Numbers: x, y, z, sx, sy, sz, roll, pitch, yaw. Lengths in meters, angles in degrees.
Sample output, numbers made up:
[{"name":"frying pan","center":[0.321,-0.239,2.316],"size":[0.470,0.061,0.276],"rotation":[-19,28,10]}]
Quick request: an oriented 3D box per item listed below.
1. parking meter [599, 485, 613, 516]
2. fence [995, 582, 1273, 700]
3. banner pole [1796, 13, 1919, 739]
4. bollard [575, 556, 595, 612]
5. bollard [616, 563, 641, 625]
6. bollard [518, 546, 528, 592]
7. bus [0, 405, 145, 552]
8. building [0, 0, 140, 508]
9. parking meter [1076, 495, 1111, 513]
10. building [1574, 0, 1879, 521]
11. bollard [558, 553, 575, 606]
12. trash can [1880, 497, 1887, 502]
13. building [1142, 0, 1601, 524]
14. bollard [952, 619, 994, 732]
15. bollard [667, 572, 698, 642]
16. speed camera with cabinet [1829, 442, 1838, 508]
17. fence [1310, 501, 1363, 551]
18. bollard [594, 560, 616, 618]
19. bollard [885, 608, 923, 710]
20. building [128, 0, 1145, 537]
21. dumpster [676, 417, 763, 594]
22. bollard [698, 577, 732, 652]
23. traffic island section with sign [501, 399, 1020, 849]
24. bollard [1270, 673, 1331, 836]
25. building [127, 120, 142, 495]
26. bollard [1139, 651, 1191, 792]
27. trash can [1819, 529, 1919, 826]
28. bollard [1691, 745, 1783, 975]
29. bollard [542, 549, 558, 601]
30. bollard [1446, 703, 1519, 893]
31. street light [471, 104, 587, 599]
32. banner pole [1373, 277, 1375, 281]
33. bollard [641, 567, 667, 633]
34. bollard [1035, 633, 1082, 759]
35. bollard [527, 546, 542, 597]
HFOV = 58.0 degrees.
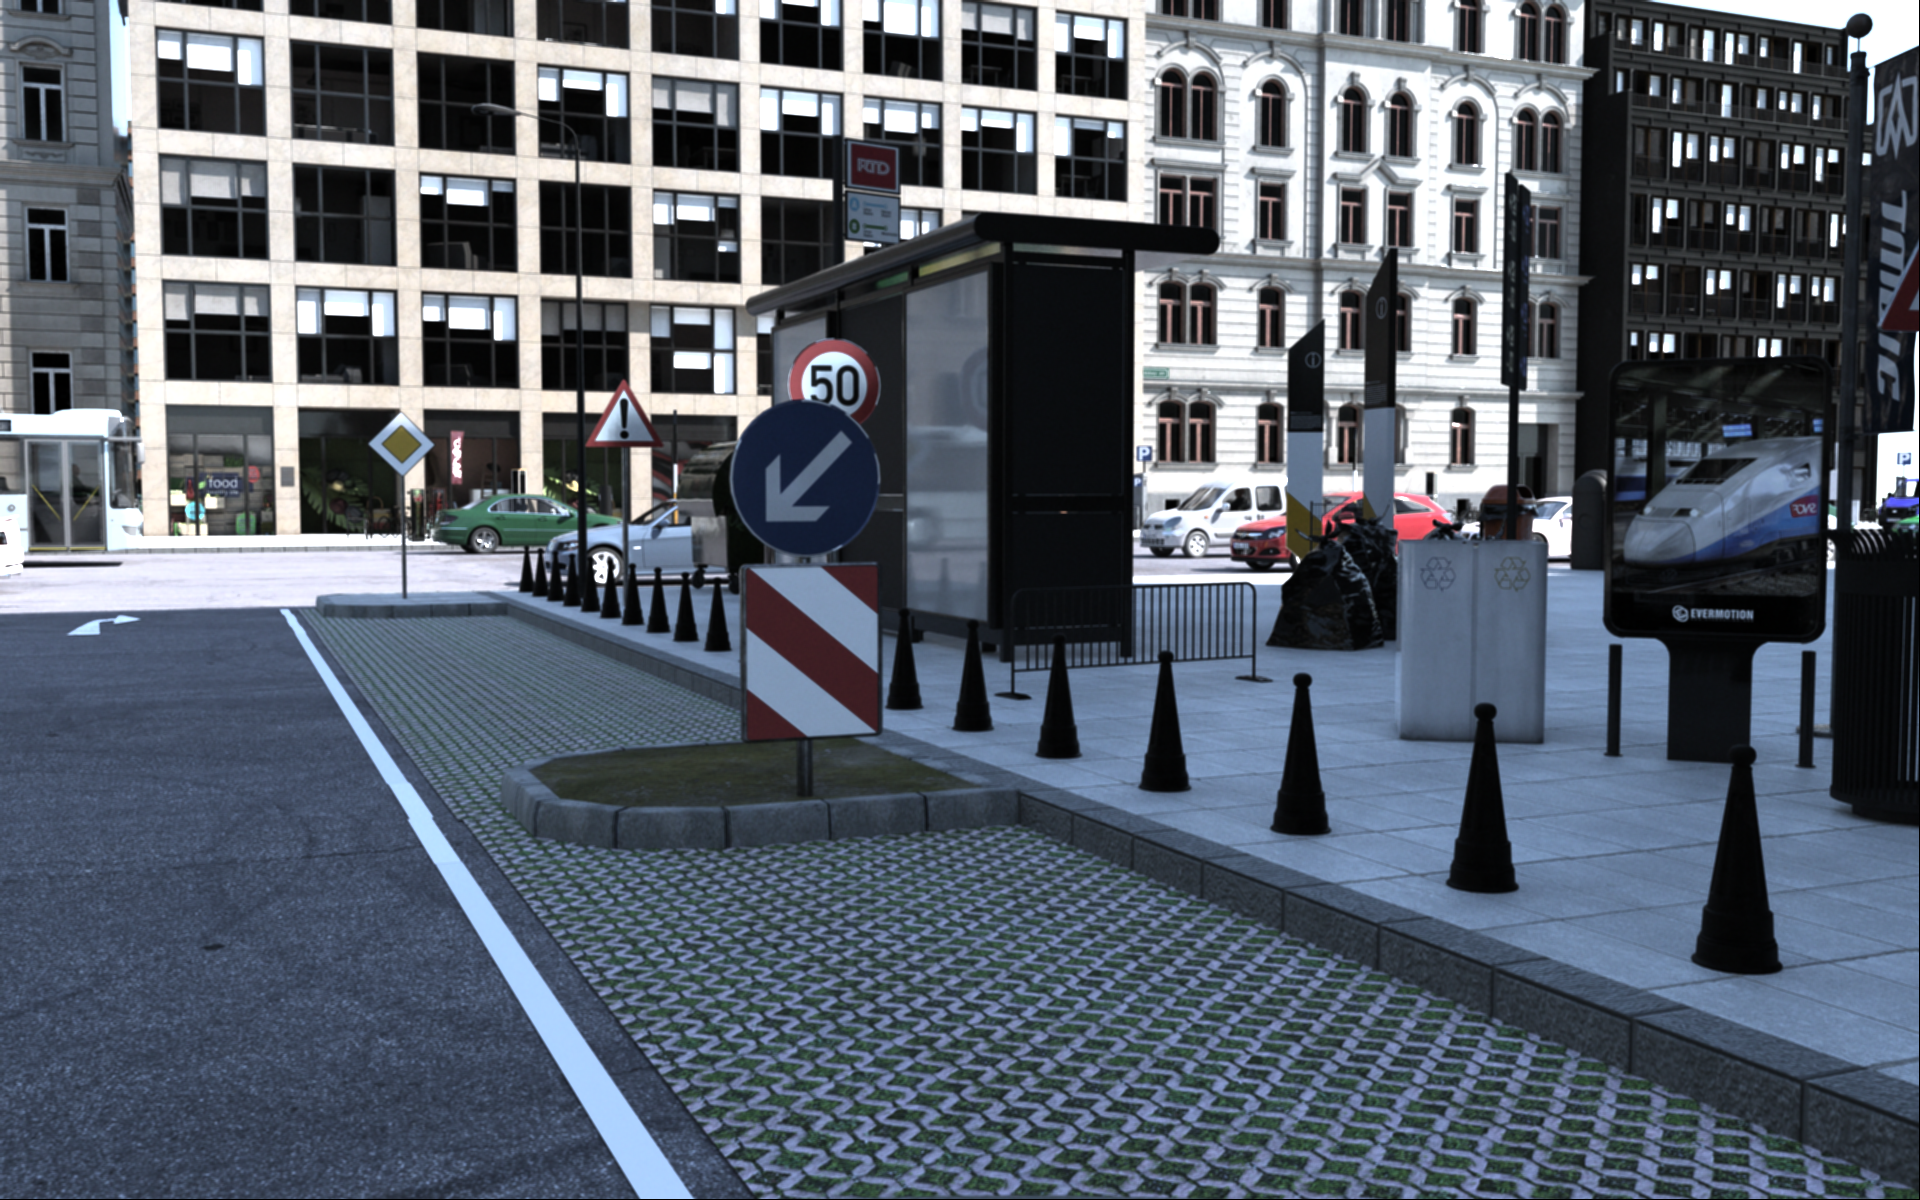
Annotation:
[{"name":"parking meter","center":[-10.143,-2.520,49.605],"size":[0.372,1.533,0.369],"rotation":[0,3,0]},{"name":"fence","center":[1.179,0.243,11.406],"size":[2.069,0.683,0.278],"rotation":[-2,4,-31]},{"name":"banner pole","center":[4.686,-1.155,8.898],"size":[0.401,3.779,0.863],"rotation":[0,4,-1]},{"name":"bollard","center":[-4.032,-0.175,18.909],"size":[0.229,0.601,0.229],"rotation":[0,3,0]},{"name":"bollard","center":[-3.216,-0.060,17.020],"size":[0.229,0.601,0.229],"rotation":[0,3,0]},{"name":"bollard","center":[-5.672,-0.407,22.688],"size":[0.229,0.601,0.229],"rotation":[0,3,0]},{"name":"bus","center":[-22.005,-2.332,32.983],"size":[13.247,3.499,2.948],"rotation":[-2,4,-23]},{"name":"building","center":[-39.042,-15.638,52.937],"size":[25.104,27.353,12.463],"rotation":[-2,4,-23]},{"name":"parking meter","center":[1.663,-0.965,21.481],"size":[0.399,1.863,0.255],"rotation":[2,4,26]},{"name":"building","center":[33.390,-15.509,83.249],"size":[15.834,23.373,12.332],"rotation":[-2,4,-23]},{"name":"bollard","center":[-4.442,-0.233,19.850],"size":[0.229,0.601,0.229],"rotation":[0,3,0]},{"name":"trash can","center":[42.912,-4.181,80.011],"size":[0.748,1.137,0.748],"rotation":[0,3,0]},{"name":"building","center":[14.588,-17.711,76.964],"size":[23.554,28.519,14.401],"rotation":[-2,4,-23]},{"name":"bollard","center":[0.071,0.404,9.437],"size":[0.229,0.601,0.229],"rotation":[0,3,0]},{"name":"bollard","center":[-2.397,0.055,15.134],"size":[0.229,0.601,0.229],"rotation":[0,3,0]},{"name":"speed camera with cabinet","center":[33.303,-4.451,67.110],"size":[0.660,3.252,2.038],"rotation":[0,4,-8]},{"name":"fence","center":[5.002,-0.664,22.064],"size":[0.480,1.192,2.264],"rotation":[3,5,41]},{"name":"bollard","center":[-3.624,-0.117,17.962],"size":[0.229,0.601,0.229],"rotation":[0,3,0]},{"name":"bollard","center":[-0.334,0.346,10.380],"size":[0.229,0.601,0.229],"rotation":[0,3,0]},{"name":"building","center":[-12.568,-16.015,66.362],"size":[34.151,26.468,19.350],"rotation":[-2,4,-23]},{"name":"dumpster","center":[-2.791,-1.251,22.948],"size":[1.502,2.255,1.985],"rotation":[-1,4,-23]},{"name":"bollard","center":[-1.987,0.113,14.193],"size":[0.229,0.601,0.229],"rotation":[0,3,0]},{"name":"traffic island section with sign","center":[-1.037,0.042,7.941],"size":[1.989,1.847,2.006],"rotation":[-2,4,-23]},{"name":"bollard","center":[1.302,0.578,6.597],"size":[0.229,0.601,0.229],"rotation":[0,3,0]},{"name":"building","center":[-96.288,-33.724,206.011],"size":[28.867,44.769,22.147],"rotation":[-2,4,-23]},{"name":"bollard","center":[0.894,0.520,7.540],"size":[0.229,0.601,0.229],"rotation":[0,3,0]},{"name":"trash can","center":[3.806,0.293,6.866],"size":[0.748,1.137,0.748],"rotation":[0,3,0]},{"name":"bollard","center":[2.122,0.693,4.714],"size":[0.229,0.601,0.229],"rotation":[0,3,0]},{"name":"bollard","center":[-4.852,-0.291,20.792],"size":[0.229,0.601,0.229],"rotation":[0,3,0]},{"name":"bollard","center":[1.711,0.635,5.655],"size":[0.229,0.601,0.229],"rotation":[0,3,0]},{"name":"street light","center":[-5.152,-2.964,21.001],"size":[1.470,5.913,1.316],"rotation":[-2,4,-23]},{"name":"banner pole","center":[4.720,-1.819,19.751],"size":[0.401,3.779,0.863],"rotation":[1,4,19]},{"name":"bollard","center":[-2.802,-0.002,16.078],"size":[0.229,0.601,0.229],"rotation":[0,3,0]},{"name":"bollard","center":[0.484,0.462,8.482],"size":[0.229,0.601,0.229],"rotation":[0,3,0]},{"name":"bollard","center":[-5.264,-0.349,21.745],"size":[0.229,0.601,0.229],"rotation":[0,3,0]}]
